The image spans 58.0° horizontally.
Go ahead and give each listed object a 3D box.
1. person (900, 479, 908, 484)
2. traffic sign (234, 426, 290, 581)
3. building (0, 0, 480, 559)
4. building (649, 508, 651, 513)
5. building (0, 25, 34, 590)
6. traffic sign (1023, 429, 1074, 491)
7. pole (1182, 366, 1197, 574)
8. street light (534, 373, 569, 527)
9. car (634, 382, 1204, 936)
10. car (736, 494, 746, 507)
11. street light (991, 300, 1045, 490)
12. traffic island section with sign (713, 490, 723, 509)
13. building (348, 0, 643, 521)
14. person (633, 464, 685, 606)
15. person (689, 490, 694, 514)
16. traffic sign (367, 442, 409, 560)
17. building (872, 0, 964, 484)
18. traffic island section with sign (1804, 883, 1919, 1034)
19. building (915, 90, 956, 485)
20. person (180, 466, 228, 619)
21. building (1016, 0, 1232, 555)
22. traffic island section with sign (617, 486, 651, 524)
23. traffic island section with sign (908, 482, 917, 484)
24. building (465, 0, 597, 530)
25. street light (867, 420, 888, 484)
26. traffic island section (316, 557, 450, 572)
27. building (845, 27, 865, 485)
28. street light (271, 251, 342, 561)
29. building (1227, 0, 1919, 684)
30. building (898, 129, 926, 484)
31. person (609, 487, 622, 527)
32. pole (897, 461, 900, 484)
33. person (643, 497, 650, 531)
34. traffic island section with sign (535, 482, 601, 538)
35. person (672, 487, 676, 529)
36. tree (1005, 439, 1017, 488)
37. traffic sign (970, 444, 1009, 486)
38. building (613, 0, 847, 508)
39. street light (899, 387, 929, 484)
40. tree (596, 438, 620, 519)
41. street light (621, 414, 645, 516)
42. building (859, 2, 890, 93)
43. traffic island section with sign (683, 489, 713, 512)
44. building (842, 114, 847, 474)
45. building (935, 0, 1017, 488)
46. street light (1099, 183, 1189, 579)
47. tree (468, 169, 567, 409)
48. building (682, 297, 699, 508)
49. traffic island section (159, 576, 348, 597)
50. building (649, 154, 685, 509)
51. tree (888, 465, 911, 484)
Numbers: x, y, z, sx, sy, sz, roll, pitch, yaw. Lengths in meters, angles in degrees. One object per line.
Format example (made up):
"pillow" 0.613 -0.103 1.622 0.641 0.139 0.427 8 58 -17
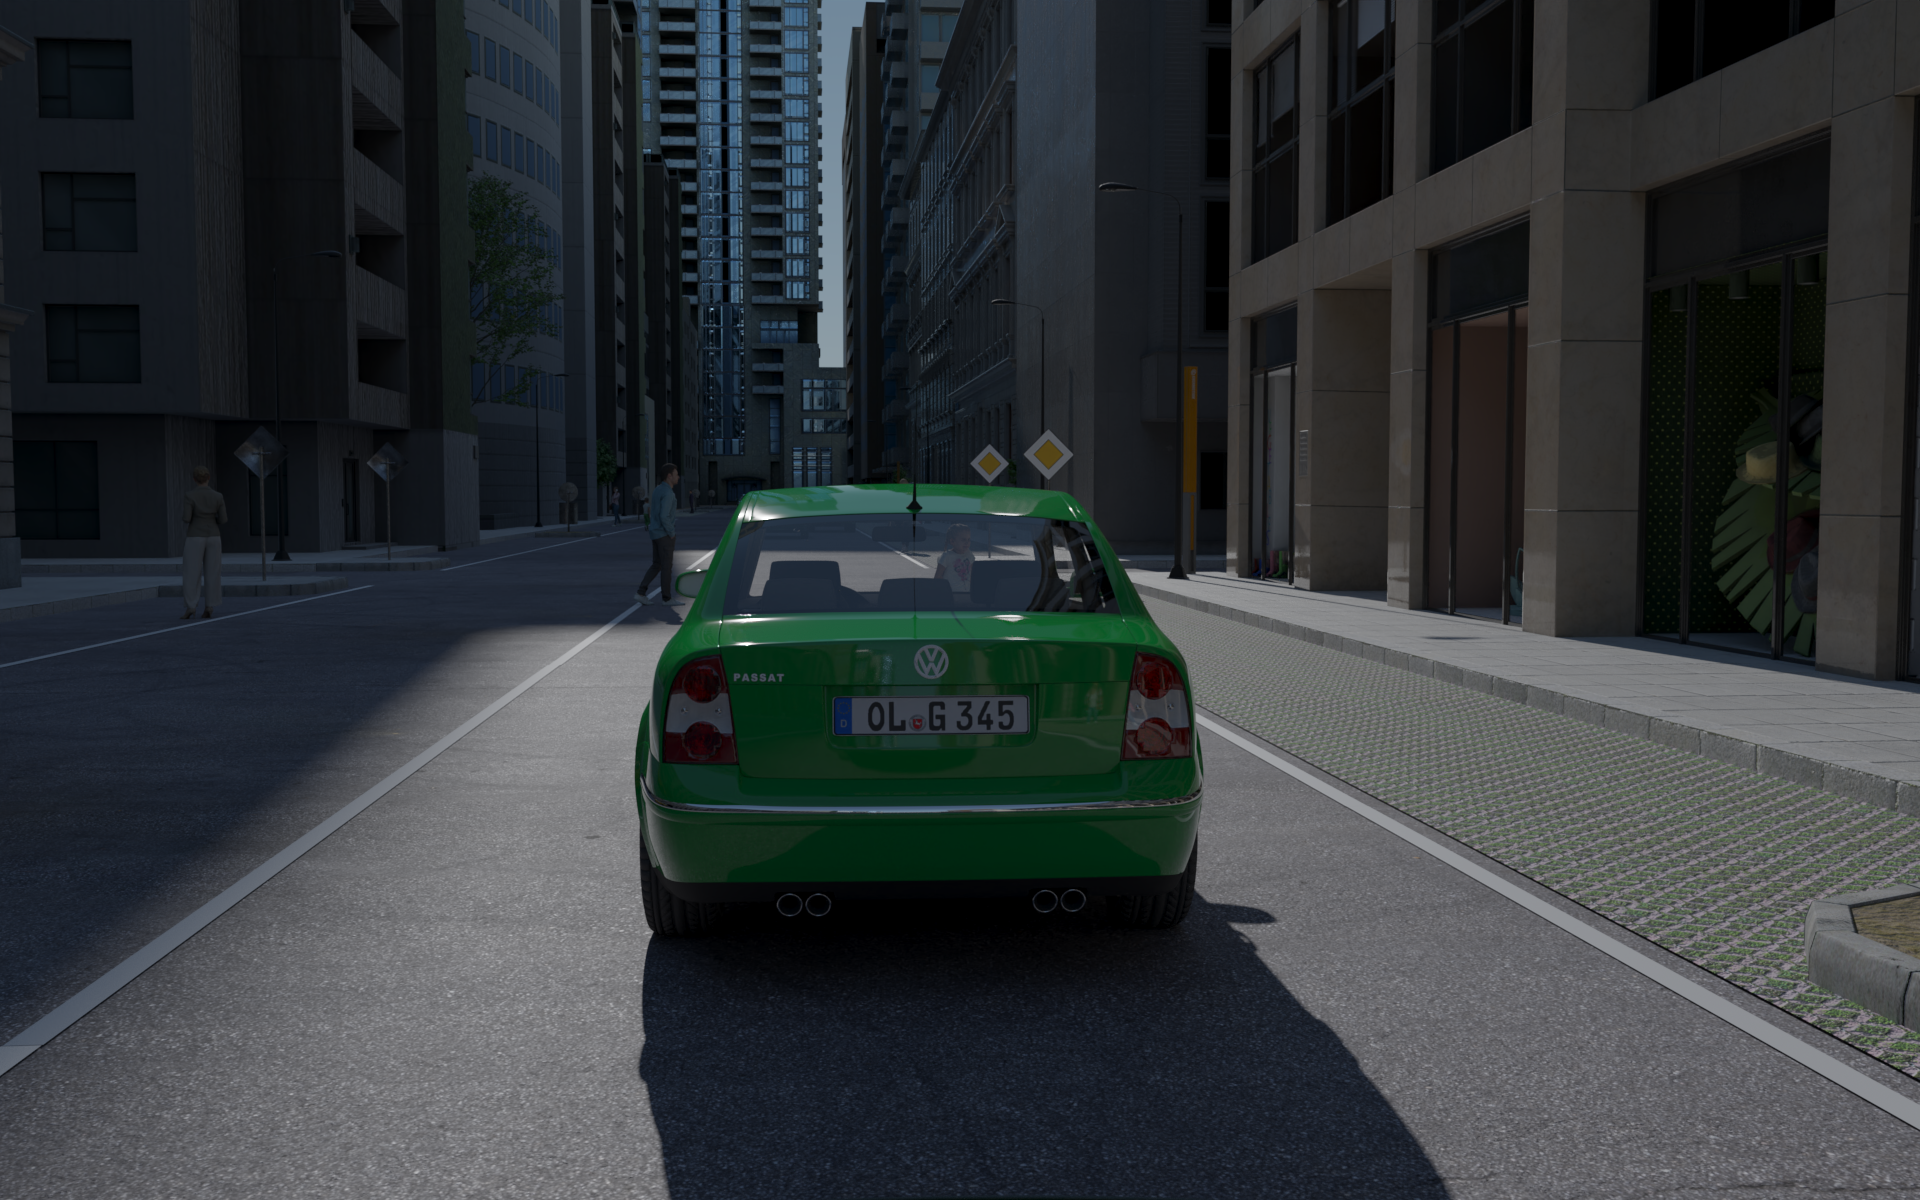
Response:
"person" -1.433 -2.061 42.383 0.709 1.800 0.728 -1 4 -9
"traffic sign" -10.286 -1.340 25.549 0.795 2.450 0.064 0 4 -6
"building" -19.584 -16.373 39.394 14.160 30.474 14.107 0 4 -6
"building" -32.716 -49.464 121.402 22.319 86.520 31.000 0 4 -6
"building" -29.277 -12.065 16.353 34.723 24.649 14.460 0 4 -6
"traffic sign" 1.356 -1.407 26.650 0.795 2.450 0.064 0 4 -6
"pole" 3.690 -2.076 27.791 0.158 3.312 0.155 0 3 0
"street light" -15.733 -5.762 66.745 1.470 5.913 1.316 0 4 -6
"car" -0.231 0.108 7.034 1.959 1.807 4.718 0 4 -4
"car" -17.681 -8.143 144.943 2.131 1.459 4.920 0 4 -5
"street light" 1.448 -4.221 41.561 1.470 5.913 1.316 0 4 -6
"traffic island section with sign" -23.194 -9.396 162.256 1.989 1.847 2.006 0 4 -6
"building" -25.948 -20.098 100.307 14.160 30.474 14.107 0 4 -6
"person" -3.876 -0.840 22.256 0.620 1.820 0.660 -2 4 -31
"person" -19.681 -7.181 126.828 0.530 1.710 0.541 1 4 15
"traffic sign" -11.055 -1.826 33.497 0.795 2.450 0.064 0 4 -6
"building" 5.381 -31.516 134.898 23.786 49.044 30.456 0 4 -6
"traffic island section with sign" 3.510 0.241 4.682 1.989 1.847 2.006 0 4 -6
"building" 3.418 -14.202 81.361 9.793 20.994 18.267 0 4 -6
"person" -8.741 -0.668 19.977 0.519 1.759 0.362 -3 5 -42
"building" 17.092 -13.651 42.264 30.058 24.678 14.314 0 4 -6
"traffic island section with sign" -15.733 -4.671 85.006 1.989 1.847 2.006 0 4 -6
"traffic island section with sign" -1.767 -3.091 59.162 1.989 1.847 2.006 0 4 -6
"building" -27.276 -32.299 70.082 21.231 58.520 28.212 0 4 -6
"street light" -5.140 -8.349 109.047 1.470 5.913 1.316 0 4 -6
"traffic island section" -11.077 -0.690 33.557 2.009 0.180 2.903 0 4 -6
"building" -0.508 -33.717 174.979 21.300 48.544 21.600 0 4 -6
"street light" -12.502 -3.709 33.175 1.470 5.913 1.316 0 4 -6
"building" 15.379 -12.595 10.447 19.350 26.468 34.151 0 4 -6
"building" 2.536 -16.604 100.357 11.050 23.489 19.941 0 4 -6
"person" -15.121 -4.108 76.258 0.643 1.750 0.593 -3 4 -37
"pole" -3.813 -6.948 107.437 0.158 3.312 0.155 0 3 0
"person" -12.077 -3.301 66.723 0.306 1.304 0.590 0 4 7
"traffic island section with sign" -13.120 -3.024 58.078 1.989 1.847 2.006 0 4 -6
"person" -11.124 -3.536 66.535 0.478 1.798 0.641 2 4 28
"tree" 1.903 -3.401 50.212 1.663 3.219 1.824 0 3 0
"traffic sign" 0.588 -1.893 34.598 0.795 2.450 0.064 0 4 -6
"building" -29.096 -54.291 200.324 31.000 86.520 22.319 0 4 -6
"street light" -1.935 -6.288 75.356 1.470 5.913 1.316 0 4 -6
"tree" -19.528 -6.569 91.117 4.285 4.588 4.351 0 3 0
"street light" -18.904 -7.803 100.113 1.470 5.913 1.316 0 4 -6
"building" -1.858 -31.002 156.998 14.600 45.320 14.200 0 4 -6
"traffic island section with sign" -20.602 -7.755 135.425 1.989 1.847 2.006 0 4 -6
"building" -6.304 -33.674 200.684 14.200 45.320 14.600 0 4 -6
"building" 5.740 -13.799 61.772 11.583 22.565 21.152 0 4 -6
"street light" 2.769 -3.274 26.066 1.470 5.913 1.316 0 4 -6
"tree" -15.554 -7.743 52.355 9.928 11.665 9.643 0 3 0
"building" -40.997 -19.848 169.556 28.899 21.520 27.650 0 4 -6
"traffic island section" -10.309 -0.204 25.609 2.009 0.180 2.903 0 4 -6
"building" -30.894 -22.909 146.262 14.160 30.474 14.107 0 4 -6
"tree" -4.173 -7.428 116.047 1.663 3.219 1.824 0 3 0
